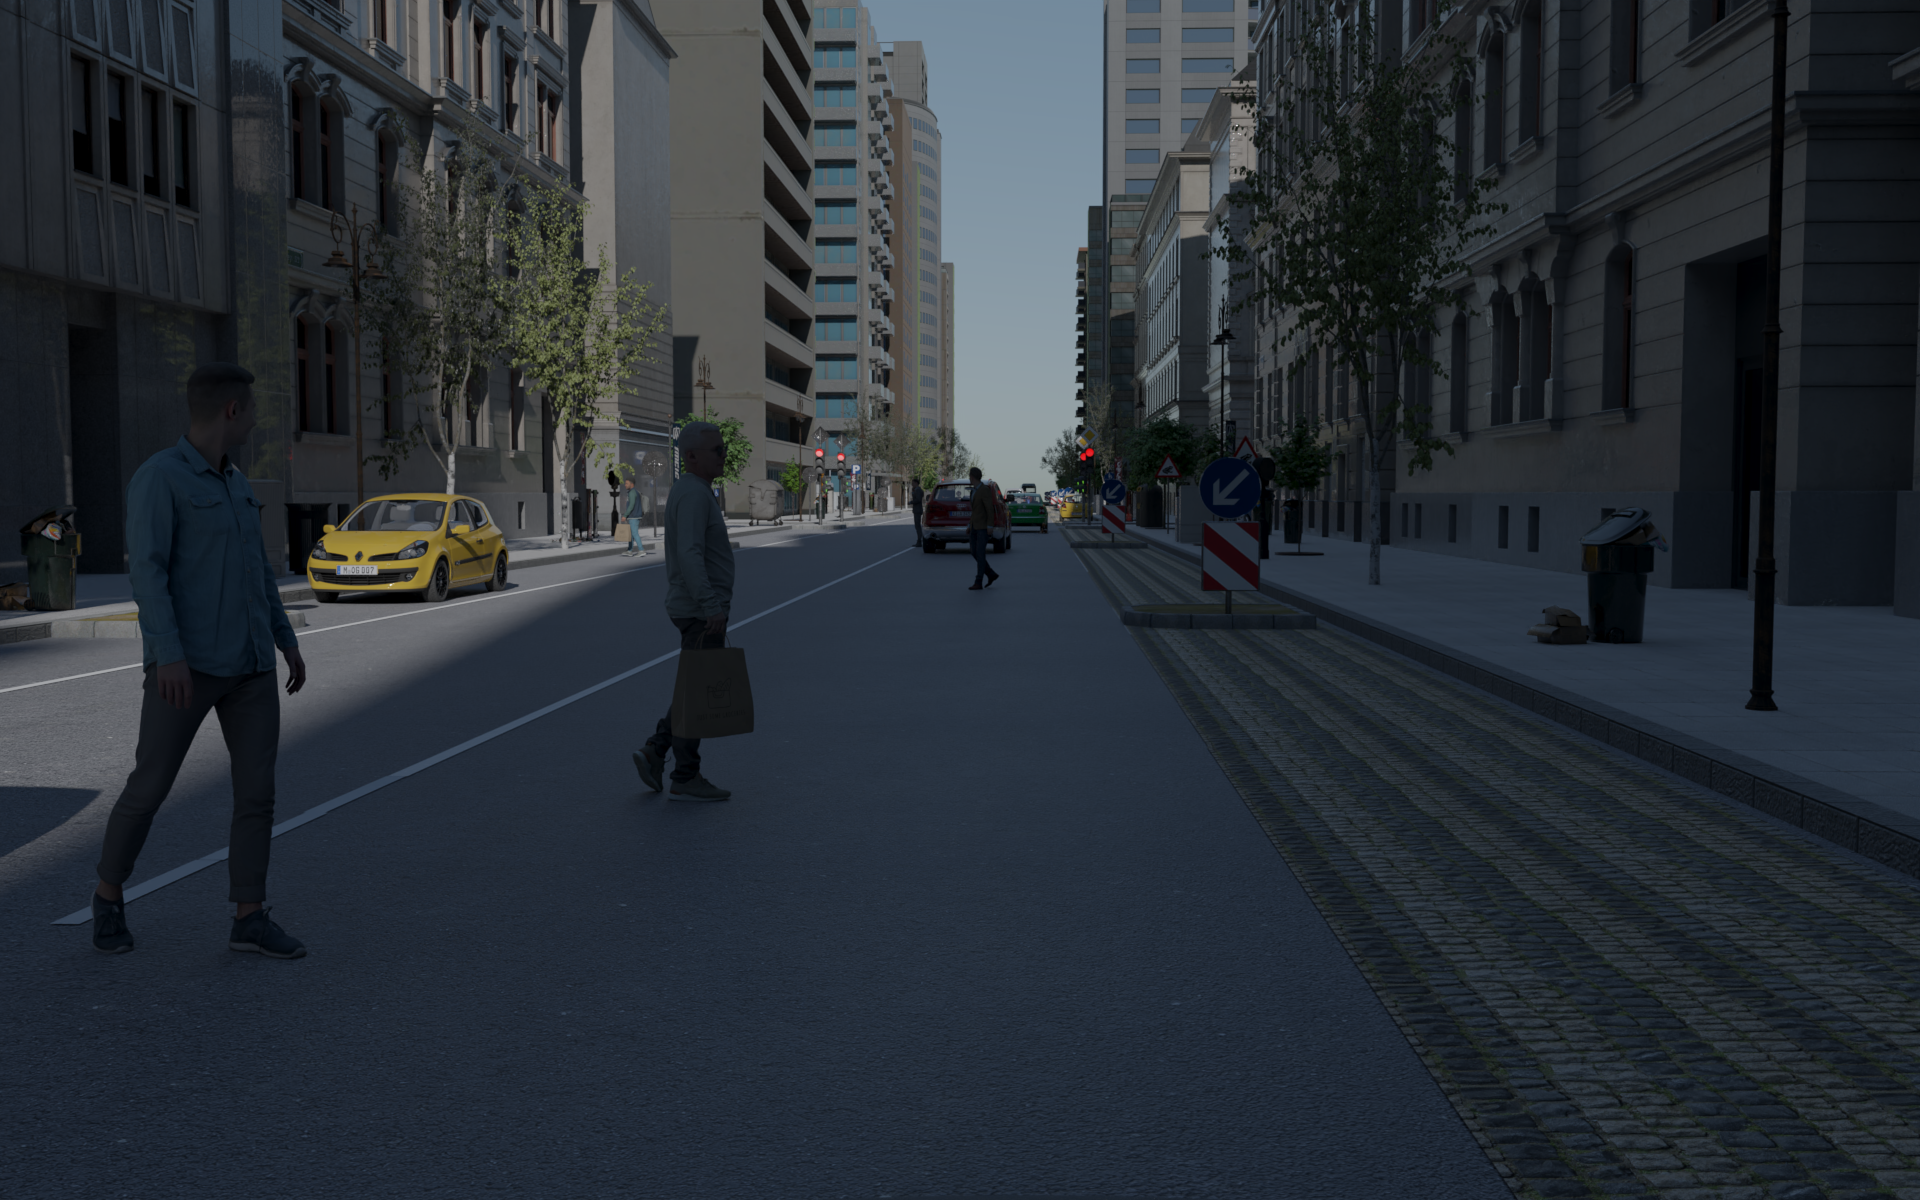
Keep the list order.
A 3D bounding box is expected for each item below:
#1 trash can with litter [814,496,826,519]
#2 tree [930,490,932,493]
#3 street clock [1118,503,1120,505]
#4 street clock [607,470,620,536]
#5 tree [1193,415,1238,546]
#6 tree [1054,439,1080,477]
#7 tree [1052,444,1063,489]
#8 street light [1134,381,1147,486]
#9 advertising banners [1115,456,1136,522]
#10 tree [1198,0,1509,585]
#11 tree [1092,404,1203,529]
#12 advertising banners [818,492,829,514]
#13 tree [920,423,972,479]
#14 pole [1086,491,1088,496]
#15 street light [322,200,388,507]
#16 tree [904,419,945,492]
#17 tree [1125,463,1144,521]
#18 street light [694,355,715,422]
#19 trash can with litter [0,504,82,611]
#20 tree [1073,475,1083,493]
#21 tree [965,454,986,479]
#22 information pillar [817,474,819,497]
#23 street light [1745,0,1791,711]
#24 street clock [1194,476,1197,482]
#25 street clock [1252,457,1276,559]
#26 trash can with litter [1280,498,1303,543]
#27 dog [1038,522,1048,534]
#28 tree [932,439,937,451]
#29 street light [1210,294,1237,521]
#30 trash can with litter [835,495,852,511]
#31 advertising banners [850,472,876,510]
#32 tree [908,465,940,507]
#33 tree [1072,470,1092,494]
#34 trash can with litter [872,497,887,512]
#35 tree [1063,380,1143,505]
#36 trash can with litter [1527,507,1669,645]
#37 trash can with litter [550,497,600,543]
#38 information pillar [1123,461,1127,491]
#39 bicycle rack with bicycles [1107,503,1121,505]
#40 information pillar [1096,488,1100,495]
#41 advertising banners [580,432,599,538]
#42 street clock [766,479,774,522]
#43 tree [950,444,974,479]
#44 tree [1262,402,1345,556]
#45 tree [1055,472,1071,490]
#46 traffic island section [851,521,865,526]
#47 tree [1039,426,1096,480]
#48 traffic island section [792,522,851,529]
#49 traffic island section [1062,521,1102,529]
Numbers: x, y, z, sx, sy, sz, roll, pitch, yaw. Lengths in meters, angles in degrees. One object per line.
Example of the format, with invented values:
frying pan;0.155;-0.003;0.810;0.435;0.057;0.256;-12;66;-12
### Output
trash can with litter;-7.193;-4.731;88.734;0.624;1.170;1.055;0;4;-6
tree;-2.831;-12.231;194.573;1.663;3.219;1.824;0;3;0
street clock;12.601;-8.122;137.364;0.471;2.002;0.358;-3;5;-42
street clock;-10.496;-2.941;52.657;0.358;2.002;0.471;-3;5;-40
tree;6.228;-2.948;42.793;1.663;3.219;1.824;0;3;0
tree;14.099;-16.496;220.077;4.737;8.622;4.395;0;3;0
tree;12.640;-14.978;195.248;4.360;8.622;3.978;0;3;0
street light;7.340;-5.988;70.695;0.468;5.910;1.993;0;4;2
advertising banners;7.832;-5.123;79.941;0.090;3.025;2.074;-3;4;-37
tree;5.702;-4.514;24.170;4.737;8.622;4.395;0;3;0
tree;7.411;-4.875;63.426;4.285;4.588;4.351;0;3;0
advertising banners;-9.455;-7.046;111.391;2.074;3.025;0.090;-1;4;-17
tree;-2.376;-17.915;227.315;8.767;10.594;7.601;1;4;9
pole;10.311;-8.976;140.605;0.158;3.312;0.155;0;3;0
street light;-9.587;-3.352;27.598;0.468;5.910;1.993;0;4;2
tree;-3.629;-13.388;169.257;4.737;8.622;4.395;0;3;0
tree;8.359;-5.364;82.300;1.663;3.219;1.824;0;3;0
street light;-8.470;-5.184;57.553;0.468;5.910;1.993;0;4;2
trash can with litter;-10.257;-0.470;19.072;1.055;1.170;0.624;0;4;6
tree;10.817;-9.583;151.282;1.663;3.219;1.824;0;3;0
tree;2.431;-22.000;310.066;4.737;8.622;4.395;0;3;0
information pillar;-12.502;-9.821;151.925;0.183;3.616;0.504;2;4;34
street light;4.775;-2.285;10.141;0.468;5.910;1.993;0;4;2
street clock;7.824;-3.143;55.962;0.471;2.002;0.358;-2;4;-26
street clock;5.963;-1.805;34.083;0.471;2.002;0.358;-3;4;-37
trash can with litter;8.611;-2.066;45.173;0.624;1.170;1.055;0;4;5
dog;2.967;-2.596;62.643;0.550;0.427;0.748;3;4;39
tree;-4.439;-12.132;148.727;4.360;8.622;3.978;0;3;0
street light;6.084;-4.123;40.198;0.468;5.910;1.993;0;4;2
trash can with litter;-8.922;-7.179;128.432;2.233;1.210;1.678;-1;4;-15
advertising banners;-7.837;-8.778;139.704;2.074;3.025;0.090;0;4;7
tree;-3.697;-11.785;176.401;4.285;4.588;4.351;0;3;0
tree;10.778;-8.916;129.485;4.285;4.588;4.351;0;3;0
trash can with litter;-5.628;-6.764;121.986;1.055;1.170;0.624;-2;4;-24
tree;9.358;-9.802;110.624;4.360;8.622;3.978;0;3;0
trash can with litter;5.477;-0.214;14.885;1.055;1.170;0.624;-1;4;-18
trash can with litter;-10.542;-2.175;46.613;1.678;1.210;2.233;1;4;8
information pillar;11.606;-8.023;122.526;0.504;3.616;0.183;-3;4;-38
bicycle rack with bicycles;10.807;-6.176;114.360;2.852;0.926;2.925;0;4;-5
information pillar;11.630;-8.642;145.795;0.304;2.012;0.304;1;4;13
advertising banners;-10.604;-3.262;49.518;0.090;3.025;2.074;0;4;1
street clock;-8.871;-4.661;80.782;0.358;2.002;0.471;-3;5;-44
tree;0.068;-18.675;255.692;4.360;8.622;3.978;0;3;0
tree;7.128;-2.561;36.476;1.663;3.219;1.824;0;3;0
tree;14.302;-13.831;209.843;4.285;4.588;4.351;0;3;0
traffic island section;-5.456;-3.513;79.712;2.009;0.180;2.903;0;4;2
tree;14.775;-18.495;236.806;8.767;10.594;7.601;1;4;15
traffic island section;-5.795;-3.025;71.734;2.009;0.180;2.903;0;4;2
traffic island section;5.675;-3.483;79.236;2.009;0.180;2.903;0;4;2
